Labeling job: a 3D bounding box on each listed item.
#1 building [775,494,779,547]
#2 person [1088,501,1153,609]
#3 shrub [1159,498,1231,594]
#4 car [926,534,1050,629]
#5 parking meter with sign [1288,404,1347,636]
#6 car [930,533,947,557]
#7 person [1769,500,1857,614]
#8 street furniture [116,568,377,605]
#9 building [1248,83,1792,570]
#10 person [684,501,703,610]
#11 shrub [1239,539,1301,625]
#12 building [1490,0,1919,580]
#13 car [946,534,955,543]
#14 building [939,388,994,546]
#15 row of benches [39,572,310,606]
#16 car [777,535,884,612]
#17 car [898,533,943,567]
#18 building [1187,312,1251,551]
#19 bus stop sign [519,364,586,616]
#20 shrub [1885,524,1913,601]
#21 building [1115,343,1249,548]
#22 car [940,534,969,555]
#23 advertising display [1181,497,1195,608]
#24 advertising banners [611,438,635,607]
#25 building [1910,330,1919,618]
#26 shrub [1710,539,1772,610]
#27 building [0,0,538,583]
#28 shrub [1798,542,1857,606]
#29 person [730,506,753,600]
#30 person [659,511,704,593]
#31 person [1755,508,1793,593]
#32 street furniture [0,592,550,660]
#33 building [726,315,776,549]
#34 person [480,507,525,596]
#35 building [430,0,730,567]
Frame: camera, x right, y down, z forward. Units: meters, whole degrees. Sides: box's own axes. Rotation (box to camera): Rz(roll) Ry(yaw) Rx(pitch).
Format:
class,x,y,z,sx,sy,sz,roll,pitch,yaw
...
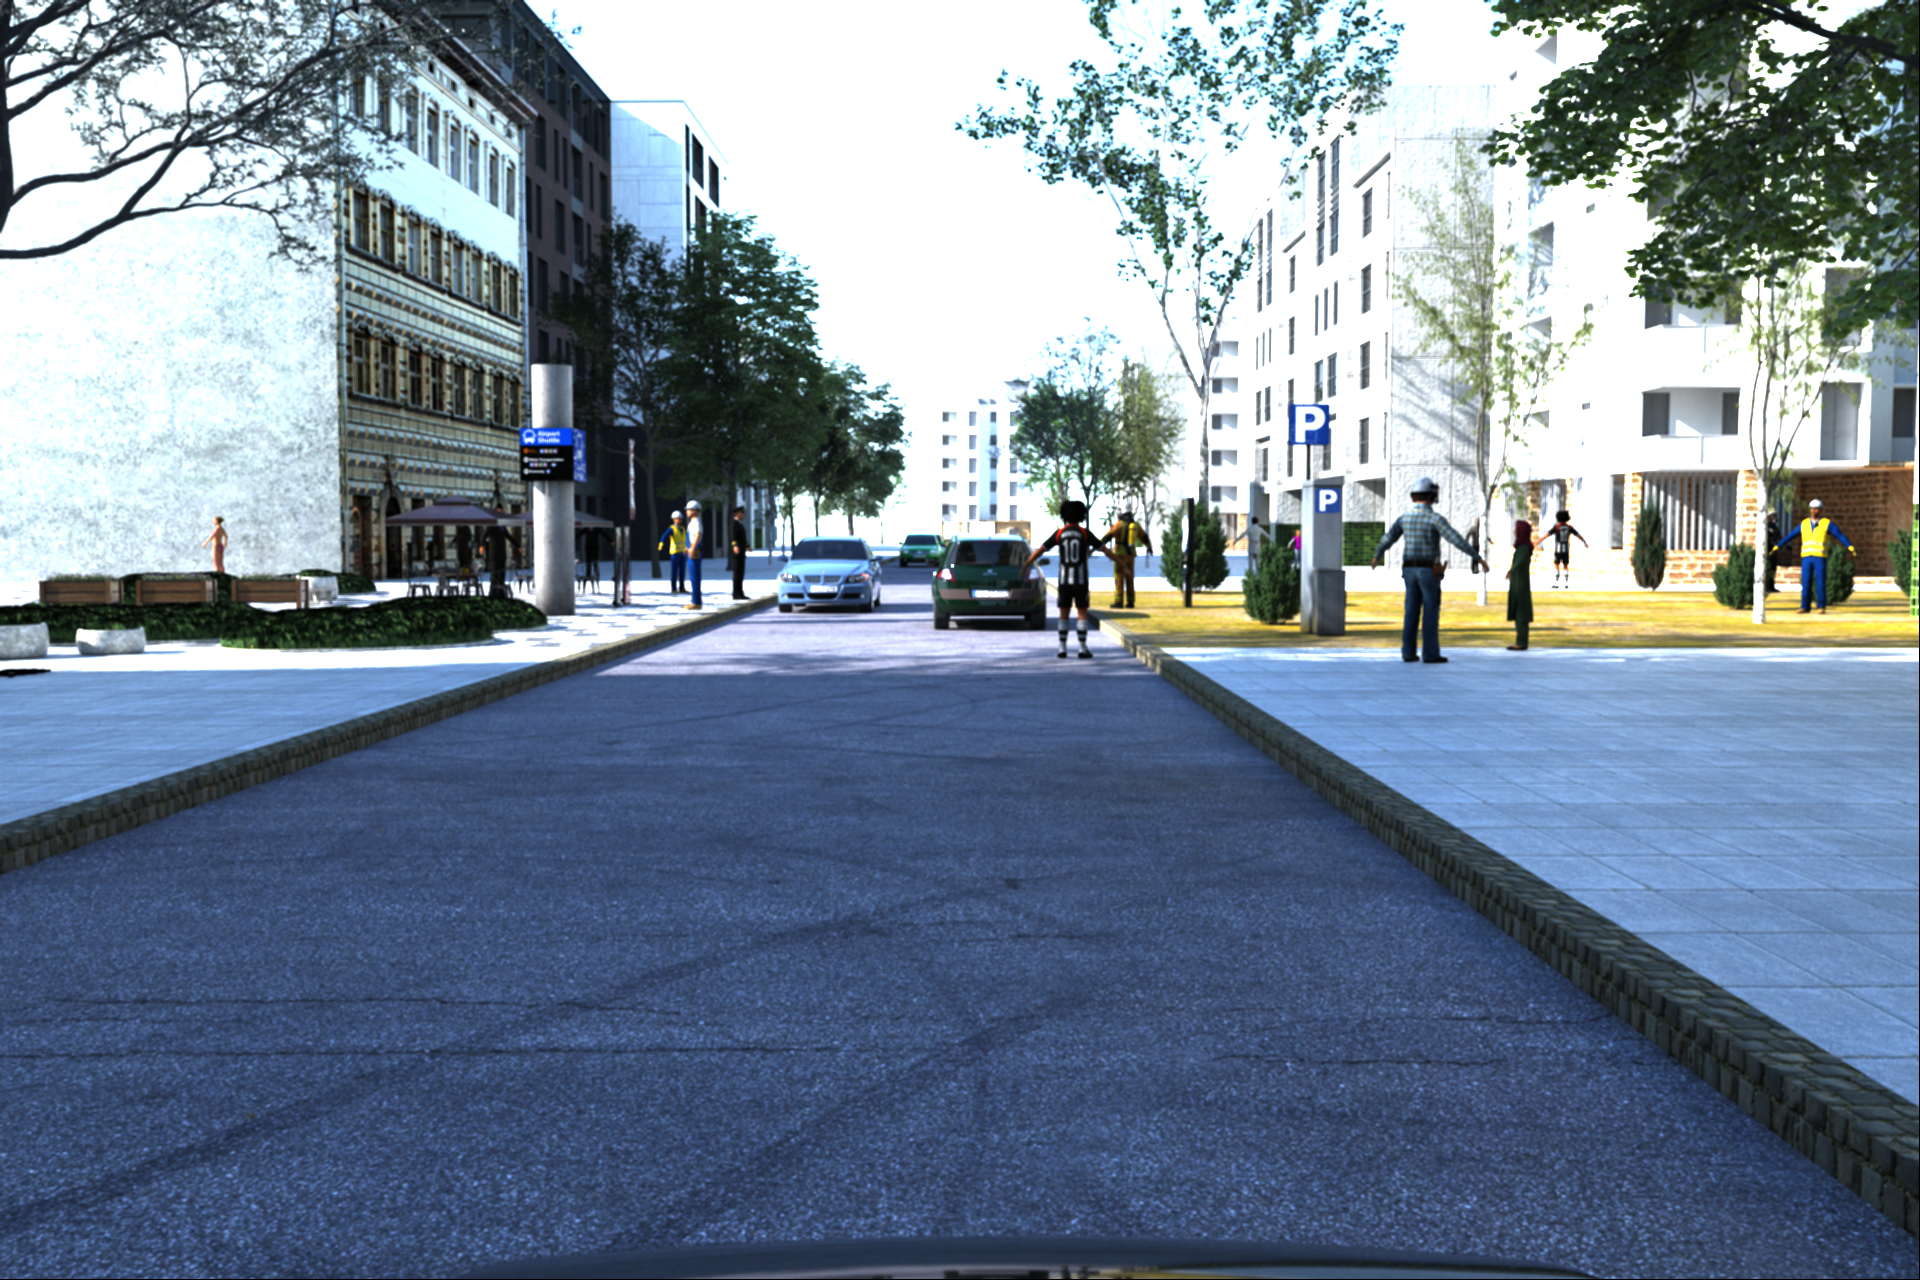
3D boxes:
class,x,y,z,sx,sy,sz,roll,pitch,yaw
building,-23.230,-14.537,179.829,9.099,9.664,28.070,0,4,0
person,2.829,-1.479,29.944,1.354,1.858,0.705,-2,4,-30
shrub,5.079,-2.042,37.426,1.661,2.075,1.752,0,3,0
car,0.449,-1.077,27.400,2.009,1.686,4.222,0,3,0
parking meter with sign,4.679,-1.604,22.480,0.543,3.016,1.738,0,3,0
car,-1.638,-4.953,89.779,1.959,1.807,4.718,0,4,0
person,13.784,-1.345,27.952,0.705,1.833,1.349,-3,5,-44
street furniture,-14.826,-1.175,34.832,5.734,0.657,10.072,-1,4,-16
building,23.721,-12.861,76.727,16.747,18.905,31.486,0,4,1
person,-4.541,-1.444,29.470,0.705,1.847,1.347,-1,4,-13
shrub,4.429,-0.820,24.520,1.383,1.207,1.383,0,3,0
building,22.895,-12.207,56.000,16.016,20.090,11.380,0,4,1
car,0.019,-6.909,122.749,2.009,1.686,4.222,0,3,0
building,-2.391,-21.910,217.104,11.380,20.090,16.016,0,4,6
row of benches,-12.658,-0.755,27.800,4.104,0.672,1.422,-1,4,-9
car,-2.448,-1.295,33.175,2.014,1.417,4.499,0,4,0
car,-1.722,-4.126,76.257,1.959,1.807,4.718,0,4,0
building,24.551,-17.767,146.903,16.016,20.090,11.380,0,4,1
bus stop sign,-6.373,-2.334,27.169,0.837,3.901,0.837,0,4,1
shrub,17.948,-1.695,31.755,1.661,2.075,1.752,0,3,0
building,24.842,-18.511,169.109,16.747,18.905,31.486,0,4,1
car,0.332,-3.134,63.042,2.131,1.459,4.920,0,4,0
advertising display,4.013,-1.548,30.523,0.123,1.923,0.974,0,4,1
advertising banners,-6.040,-2.142,31.209,0.090,3.025,2.074,0,3,0
building,23.067,-8.808,10.475,16.747,18.905,31.486,0,3,0
shrub,13.255,-1.119,29.411,1.383,1.207,1.383,0,3,0
building,-25.066,-13.618,53.583,19.493,23.208,18.063,0,4,1
shrub,15.480,-1.210,30.905,1.383,1.207,1.383,0,3,0
person,-4.302,-1.710,33.893,0.705,1.837,1.347,0,4,5
person,-6.046,-1.898,37.490,0.721,1.772,1.216,3,5,40
person,17.838,-1.976,38.091,1.354,1.856,0.705,-2,4,-35
street furniture,-9.431,-0.294,20.434,10.072,0.657,5.734,-2,4,-32
building,-25.749,-16.982,144.112,16.747,18.905,31.486,0,4,1
person,-8.844,-1.653,33.252,0.704,1.802,1.346,1,4,21
building,-26.970,-14.436,80.002,27.936,21.610,32.646,0,4,1
